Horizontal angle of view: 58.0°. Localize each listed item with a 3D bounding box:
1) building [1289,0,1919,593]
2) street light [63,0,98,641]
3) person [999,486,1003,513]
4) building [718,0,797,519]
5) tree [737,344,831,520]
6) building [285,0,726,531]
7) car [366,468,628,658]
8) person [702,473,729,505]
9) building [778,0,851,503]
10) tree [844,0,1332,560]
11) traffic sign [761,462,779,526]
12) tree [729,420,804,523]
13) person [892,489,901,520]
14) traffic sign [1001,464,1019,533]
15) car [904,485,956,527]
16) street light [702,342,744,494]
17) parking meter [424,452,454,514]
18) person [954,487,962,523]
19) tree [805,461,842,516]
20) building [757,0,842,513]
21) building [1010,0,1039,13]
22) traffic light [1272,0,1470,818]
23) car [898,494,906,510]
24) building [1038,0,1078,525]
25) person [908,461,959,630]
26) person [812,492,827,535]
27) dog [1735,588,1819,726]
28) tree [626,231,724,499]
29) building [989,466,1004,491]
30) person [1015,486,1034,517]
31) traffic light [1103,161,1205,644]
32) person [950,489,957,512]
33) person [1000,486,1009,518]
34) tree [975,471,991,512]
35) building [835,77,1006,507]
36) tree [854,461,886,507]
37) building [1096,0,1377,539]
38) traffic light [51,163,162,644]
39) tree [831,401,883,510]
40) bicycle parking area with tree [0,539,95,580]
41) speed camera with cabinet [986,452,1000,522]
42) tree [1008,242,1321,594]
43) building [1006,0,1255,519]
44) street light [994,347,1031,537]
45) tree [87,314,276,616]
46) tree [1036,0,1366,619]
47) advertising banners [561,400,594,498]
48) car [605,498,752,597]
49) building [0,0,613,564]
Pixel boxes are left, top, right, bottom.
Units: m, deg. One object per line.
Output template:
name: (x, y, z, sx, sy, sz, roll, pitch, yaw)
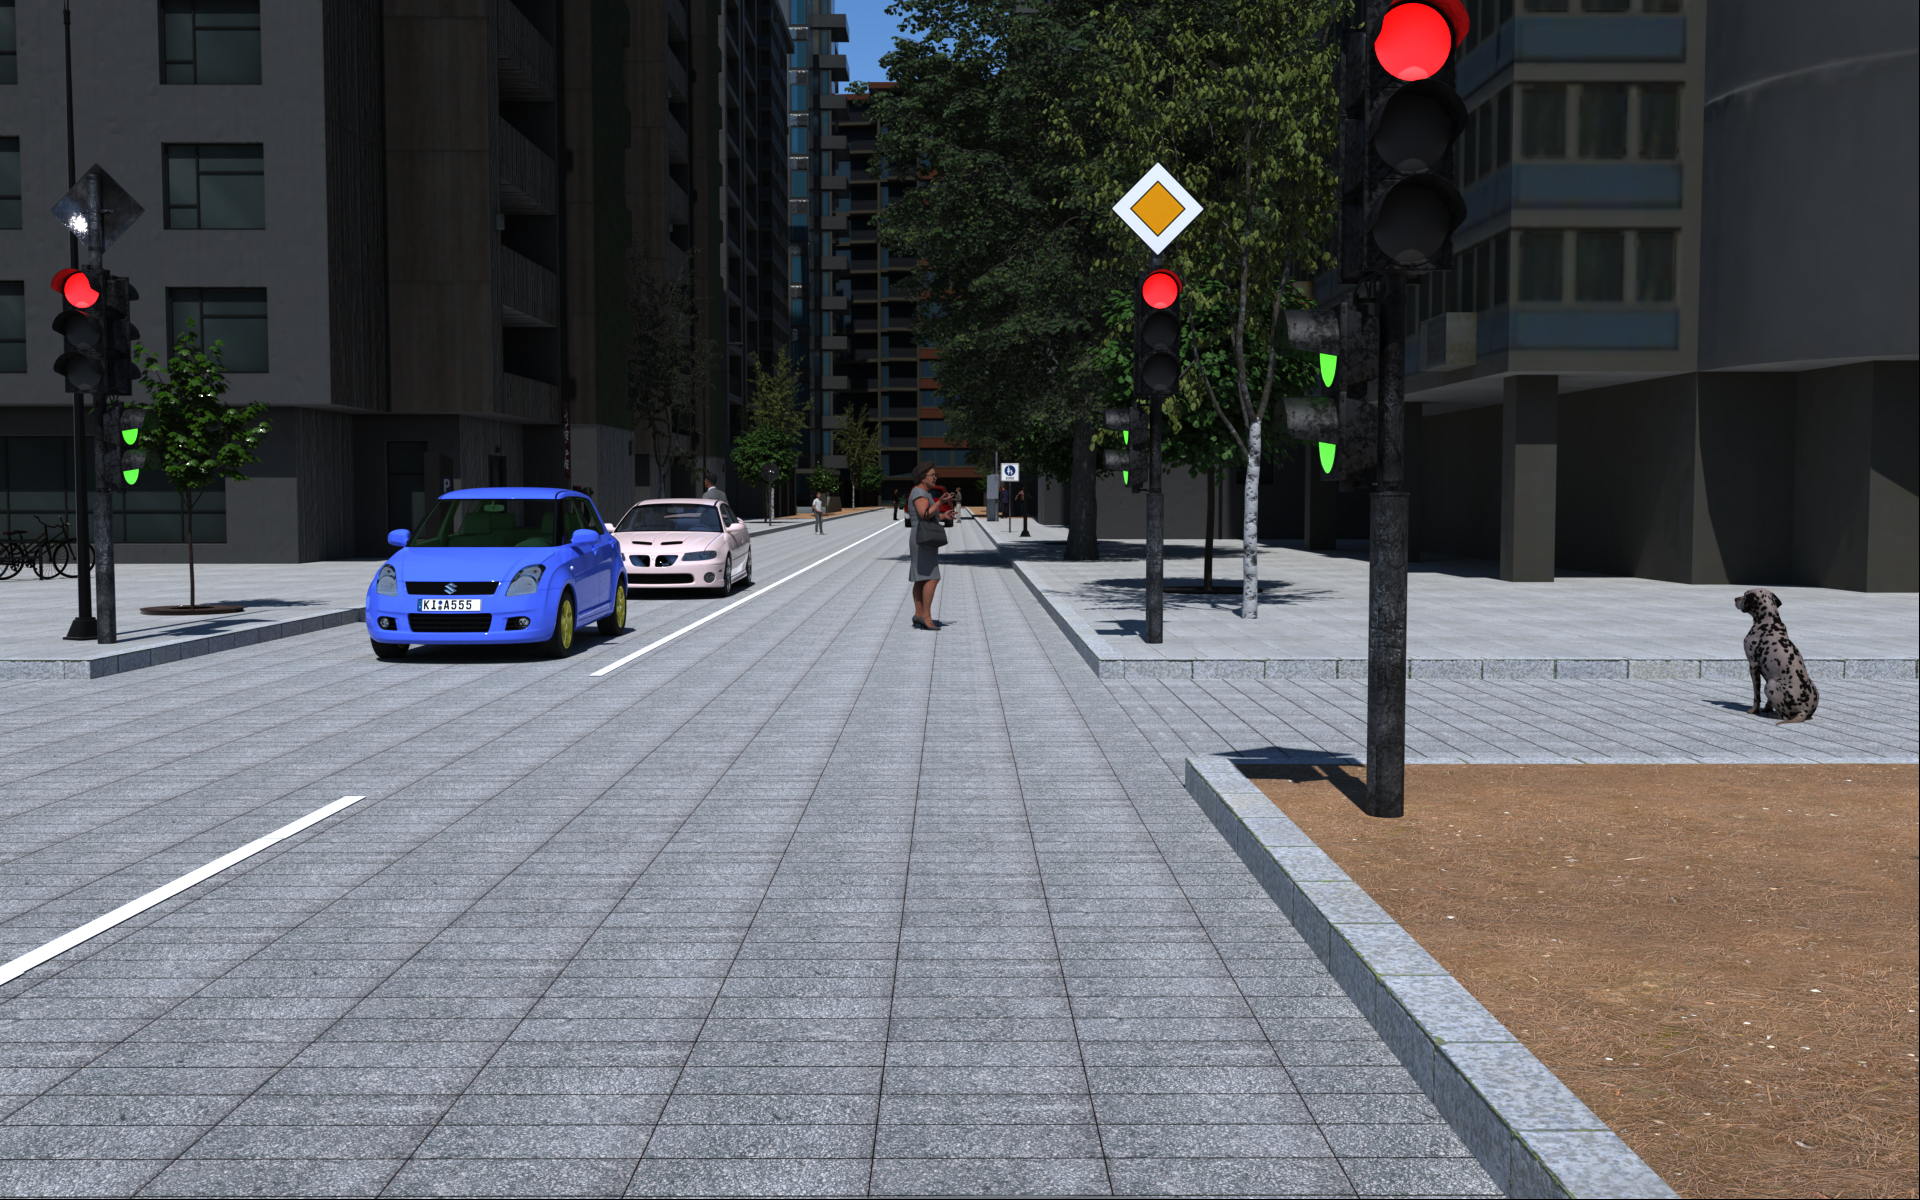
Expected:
building: (19.225, -20.666, 29.769, 23.993, 40.220, 32.217, 0, 4, 0)
street light: (-7.191, -2.605, 15.136, 1.470, 5.913, 1.316, 0, 4, 0)
person: (2.763, -6.958, 119.825, 0.705, 1.822, 1.348, -2, 4, -33)
building: (-20.158, -40.401, 98.809, 20.563, 71.187, 20.611, 0, 4, 0)
tree: (-9.248, -8.269, 85.556, 4.737, 8.622, 4.395, 0, 3, 0)
building: (-17.668, -18.306, 71.008, 14.160, 30.474, 14.107, 0, 4, 0)
car: (-4.260, -0.407, 16.251, 1.945, 1.707, 3.694, 0, 3, 0)
person: (-4.245, -1.290, 29.871, 0.850, 1.792, 0.678, 2, 4, 34)
building: (-25.158, -32.557, 151.917, 30.456, 49.044, 23.786, 0, 4, 0)
tree: (2.360, -7.762, 33.568, 9.857, 13.997, 8.962, 0, 3, 0)
traffic sign: (-7.616, -4.239, 69.416, 0.768, 2.556, 0.104, 0, 4, 5)
tree: (-8.569, -5.698, 76.880, 4.285, 4.588, 4.351, 0, 3, 0)
person: (-3.443, -5.217, 94.617, 0.721, 1.723, 1.217, 1, 4, 15)
traffic sign: (1.660, -3.390, 57.550, 0.606, 2.300, 0.079, 0, 4, 4)
car: (-1.337, -4.130, 76.206, 2.281, 1.827, 5.304, 0, 4, 1)
street light: (-7.312, -4.931, 53.169, 1.470, 5.913, 1.316, 0, 4, 0)
parking meter: (-7.259, -1.129, 24.167, 0.255, 1.863, 0.399, 1, 4, 15)
person: (-0.111, -4.718, 86.186, 0.362, 1.759, 0.519, 0, 4, -5)
tree: (-8.417, -6.952, 108.267, 1.663, 3.219, 1.824, 0, 3, 0)
building: (-25.001, -26.321, 122.227, 32.217, 40.220, 23.993, 0, 4, 0)
building: (14.126, -35.901, 128.977, 21.231, 58.520, 28.212, 0, 4, 0)
traffic light: (1.681, -1.094, 6.815, 0.839, 4.253, 0.868, 0, 4, 0)
car: (-4.717, -9.189, 162.040, 2.131, 1.459, 4.920, 0, 4, 1)
building: (10.443, -24.046, 76.754, 14.154, 41.232, 14.086, 0, 4, 0)
person: (-0.287, -0.576, 18.273, 0.532, 1.782, 0.716, 0, 4, 2)
person: (-4.976, -3.058, 61.100, 0.523, 1.515, 0.503, 0, 4, 2)
dog: (5.205, 0.354, 11.051, 0.513, 0.831, 0.800, 2, 4, 25)
tree: (-8.400, -5.985, 48.225, 4.360, 8.622, 3.978, 0, 3, 0)
building: (13.042, -43.747, 153.512, 20.563, 71.187, 20.611, 0, 4, 0)
person: (3.512, -5.388, 94.854, 1.217, 1.736, 0.721, -2, 4, -31)
traffic light: (1.654, -1.583, 14.800, 0.839, 4.253, 0.868, 0, 4, 0)
person: (-0.603, -7.863, 137.069, 1.348, 1.823, 0.705, 1, 4, 12)
person: (2.344, -5.168, 91.457, 0.541, 1.710, 0.530, -1, 4, -18)
tree: (1.889, -8.140, 127.695, 1.663, 3.219, 1.824, 0, 3, 0)
building: (-1.682, -32.430, 184.846, 28.867, 44.769, 22.147, 0, 4, 0)
tree: (-8.728, -11.258, 167.787, 4.285, 4.588, 4.351, 0, 3, 0)
building: (10.722, -17.329, 55.028, 14.160, 30.474, 14.107, 0, 4, 0)
traffic light: (-7.307, -1.580, 14.753, 0.839, 4.253, 0.868, 0, 4, 0)
tree: (-8.271, -11.481, 138.073, 4.737, 8.622, 4.395, 0, 3, 0)
bicycle parking area with tree: (-17.969, -2.286, 24.372, 8.231, 4.147, 9.016, 3, 4, 37)
speed camera with cabinet: (1.534, -5.330, 81.474, 0.660, 3.252, 2.038, 0, 4, 1)
tree: (3.211, -2.381, 22.647, 4.285, 4.588, 4.351, 0, 3, 0)
building: (9.837, -20.579, 108.170, 14.160, 30.474, 14.107, 0, 4, 0)
street light: (1.422, -4.854, 51.912, 1.470, 5.913, 1.316, 0, 4, 0)
tree: (-8.193, -1.474, 18.702, 1.663, 3.219, 1.824, 0, 3, 0)
tree: (2.946, -4.126, 17.828, 4.737, 8.622, 4.395, 0, 3, 0)
advertising banners: (-7.368, -2.274, 33.361, 0.090, 3.025, 2.074, 0, 4, 3)
car: (-4.168, -0.811, 25.626, 2.083, 1.381, 4.827, 0, 4, -1)
building: (-15.355, -16.218, 36.861, 14.160, 30.474, 14.107, 0, 4, 0)
